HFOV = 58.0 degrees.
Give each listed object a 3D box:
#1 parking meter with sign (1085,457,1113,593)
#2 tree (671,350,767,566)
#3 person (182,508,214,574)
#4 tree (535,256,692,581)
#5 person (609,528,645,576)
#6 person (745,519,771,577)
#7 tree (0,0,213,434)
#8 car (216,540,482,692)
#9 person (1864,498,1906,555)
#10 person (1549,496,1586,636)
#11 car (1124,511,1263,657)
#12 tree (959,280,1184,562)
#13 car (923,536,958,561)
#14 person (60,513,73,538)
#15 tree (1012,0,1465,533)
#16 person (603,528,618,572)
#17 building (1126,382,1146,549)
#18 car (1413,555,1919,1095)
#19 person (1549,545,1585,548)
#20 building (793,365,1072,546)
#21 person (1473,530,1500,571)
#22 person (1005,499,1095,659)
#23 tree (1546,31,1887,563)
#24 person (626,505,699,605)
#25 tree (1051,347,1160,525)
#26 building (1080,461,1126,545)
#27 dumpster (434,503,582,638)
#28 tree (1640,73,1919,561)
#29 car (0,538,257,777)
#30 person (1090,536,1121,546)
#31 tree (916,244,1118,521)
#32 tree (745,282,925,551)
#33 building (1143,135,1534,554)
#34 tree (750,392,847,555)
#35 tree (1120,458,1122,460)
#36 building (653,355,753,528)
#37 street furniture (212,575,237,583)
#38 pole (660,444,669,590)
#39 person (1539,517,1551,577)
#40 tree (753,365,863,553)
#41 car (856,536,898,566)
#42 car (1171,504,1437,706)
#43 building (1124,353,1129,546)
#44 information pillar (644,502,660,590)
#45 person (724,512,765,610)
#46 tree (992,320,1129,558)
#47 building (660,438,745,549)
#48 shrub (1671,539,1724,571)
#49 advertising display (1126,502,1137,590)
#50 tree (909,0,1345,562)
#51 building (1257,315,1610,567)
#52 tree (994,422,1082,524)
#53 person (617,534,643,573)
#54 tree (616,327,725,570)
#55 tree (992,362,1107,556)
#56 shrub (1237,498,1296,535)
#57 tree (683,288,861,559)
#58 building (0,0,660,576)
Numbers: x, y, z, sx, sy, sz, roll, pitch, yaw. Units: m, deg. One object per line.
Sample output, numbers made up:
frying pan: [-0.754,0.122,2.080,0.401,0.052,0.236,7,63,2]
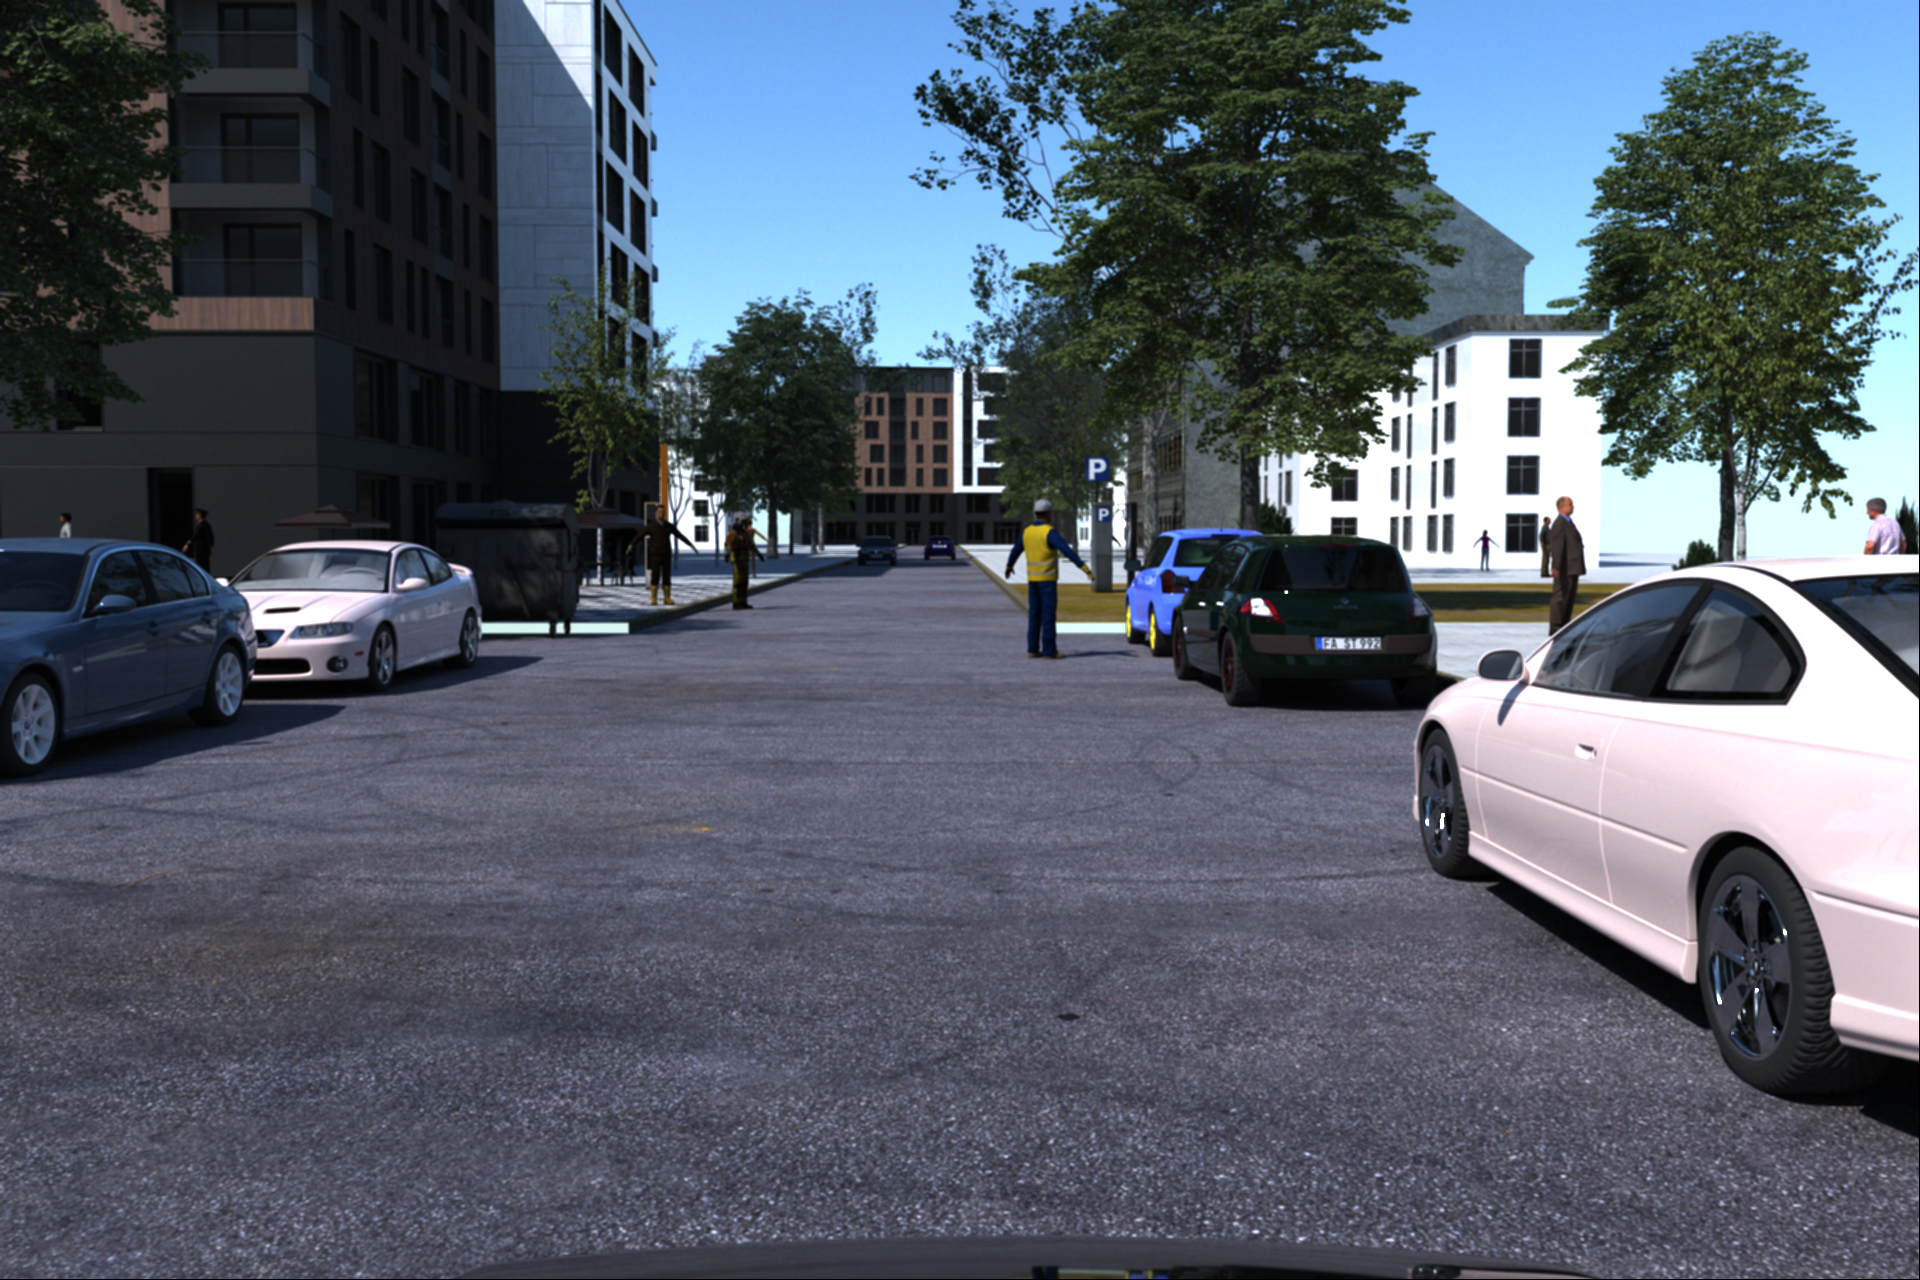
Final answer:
parking meter with sign: [3.139,-2.589,38.592,0.543,3.016,1.738,0,4,-2]
tree: [-9.693,-7.261,69.086,4.360,8.622,3.978,0,3,0]
person: [-16.178,-1.896,36.928,0.705,1.837,1.347,0,4,0]
tree: [-9.657,-5.913,47.048,4.737,8.622,4.395,0,3,0]
person: [-10.205,-2.880,53.276,1.347,1.806,0.705,1,4,12]
person: [-6.229,-2.734,51.500,1.217,1.733,0.721,0,4,5]
tree: [-12.613,-6.249,20.306,7.486,12.596,7.792,0,3,0]
car: [-6.144,-0.295,17.180,2.083,1.381,4.827,0,3,0]
person: [10.893,-0.831,20.561,0.756,1.711,0.436,-1,4,-23]
person: [7.666,-0.930,21.809,0.434,1.755,0.990,3,5,40]
car: [3.048,-0.731,21.547,1.945,1.707,3.694,0,4,-1]
tree: [5.159,-10.323,79.158,12.009,13.543,11.850,0,3,0]
car: [-1.092,-5.052,95.178,1.945,1.354,3.894,0,4,0]
person: [-22.113,-2.240,42.818,0.705,1.806,1.347,-2,4,-33]
tree: [4.770,-6.826,29.739,7.486,12.596,7.792,0,3,0]
person: [-11.696,-3.178,58.181,0.704,1.802,1.346,0,4,8]
building: [24.688,-19.562,150.767,19.493,23.208,18.063,0,3,0]
car: [2.936,0.400,5.817,2.083,1.381,4.827,0,4,-1]
person: [16.326,-2.501,46.743,1.347,1.847,0.705,-2,4,-31]
building: [-4.473,-22.910,221.008,32.646,21.610,27.936,-1,4,-8]
person: [18.461,-3.151,60.784,0.991,1.433,0.599,3,5,42]
person: [0.976,-0.707,19.983,1.349,1.833,0.705,3,5,45]
tree: [17.516,-7.464,40.169,7.486,12.596,7.792,0,3,0]
person: [-5.400,-1.541,31.329,1.346,1.812,0.704,-2,4,-26]
tree: [5.133,-7.109,66.599,4.360,8.622,3.978,0,3,0]
building: [19.243,-15.646,197.967,9.099,9.664,28.070,0,4,-1]
dumpster: [-6.316,-0.980,24.236,1.865,1.857,1.264,0,4,-1]
tree: [12.873,-4.753,28.074,4.737,8.622,4.395,0,3,0]
car: [-6.340,0.017,11.725,2.014,1.417,4.499,0,3,0]
person: [4.305,-2.792,51.773,1.348,1.813,0.705,-3,5,-44]
tree: [3.740,-15.812,114.422,12.611,20.169,13.585,0,3,0]
tree: [-9.122,-16.742,129.618,12.611,20.169,13.585,0,3,0]
building: [21.356,-16.662,103.355,19.493,23.208,18.063,0,4,-1]
tree: [-10.064,-10.483,105.815,8.767,10.594,7.601,3,5,45]
tree: [20.784,-18.172,222.869,9.928,11.665,9.643,0,3,0]
building: [-28.568,-20.042,184.111,16.016,20.090,11.380,0,4,0]
street furniture: [-14.569,-0.930,30.831,5.734,0.657,10.072,0,4,-7]
pole: [-6.736,-2.793,39.513,0.158,3.312,0.155,0,3,0]
person: [17.384,-2.752,51.272,0.705,1.796,1.348,3,4,38]
tree: [-10.289,-12.146,116.708,7.486,12.596,7.792,0,3,0]
car: [-3.804,-4.119,79.931,1.945,1.354,3.894,0,4,-1]
car: [3.025,-0.370,15.833,2.009,1.686,4.222,0,4,-2]
building: [21.953,-19.565,176.312,16.016,20.090,11.380,0,4,0]
information pillar: [-7.125,-2.180,40.143,0.304,2.012,0.304,0,3,0]
person: [-4.158,-1.515,33.002,0.705,1.858,1.354,2,4,24]
tree: [5.460,-10.651,92.276,7.486,12.596,7.792,0,3,0]
building: [-25.030,-13.678,165.775,9.099,9.664,28.070,0,3,0]
shrub: [14.849,-1.449,34.813,1.383,1.207,1.383,0,3,0]
advertising display: [3.482,-1.835,35.210,0.123,1.923,0.974,0,4,-1]
tree: [4.293,-11.729,47.656,12.611,20.169,13.585,0,3,0]
building: [20.230,-8.455,80.384,9.099,9.664,28.070,0,3,0]
tree: [5.793,-12.839,128.040,7.486,12.596,7.792,0,3,0]
person: [-10.822,-3.067,56.617,1.216,1.772,0.721,3,5,39]
tree: [-10.108,-6.816,61.800,4.360,8.622,3.978,0,3,0]
tree: [5.433,-10.738,101.318,9.928,11.665,9.643,0,3,0]
shrub: [6.558,-2.042,37.421,1.661,2.075,1.752,0,3,0]
tree: [-9.917,-11.233,90.311,9.857,13.997,8.962,0,3,0]
building: [-26.938,-13.178,59.441,27.936,21.610,32.646,0,4,-1]
